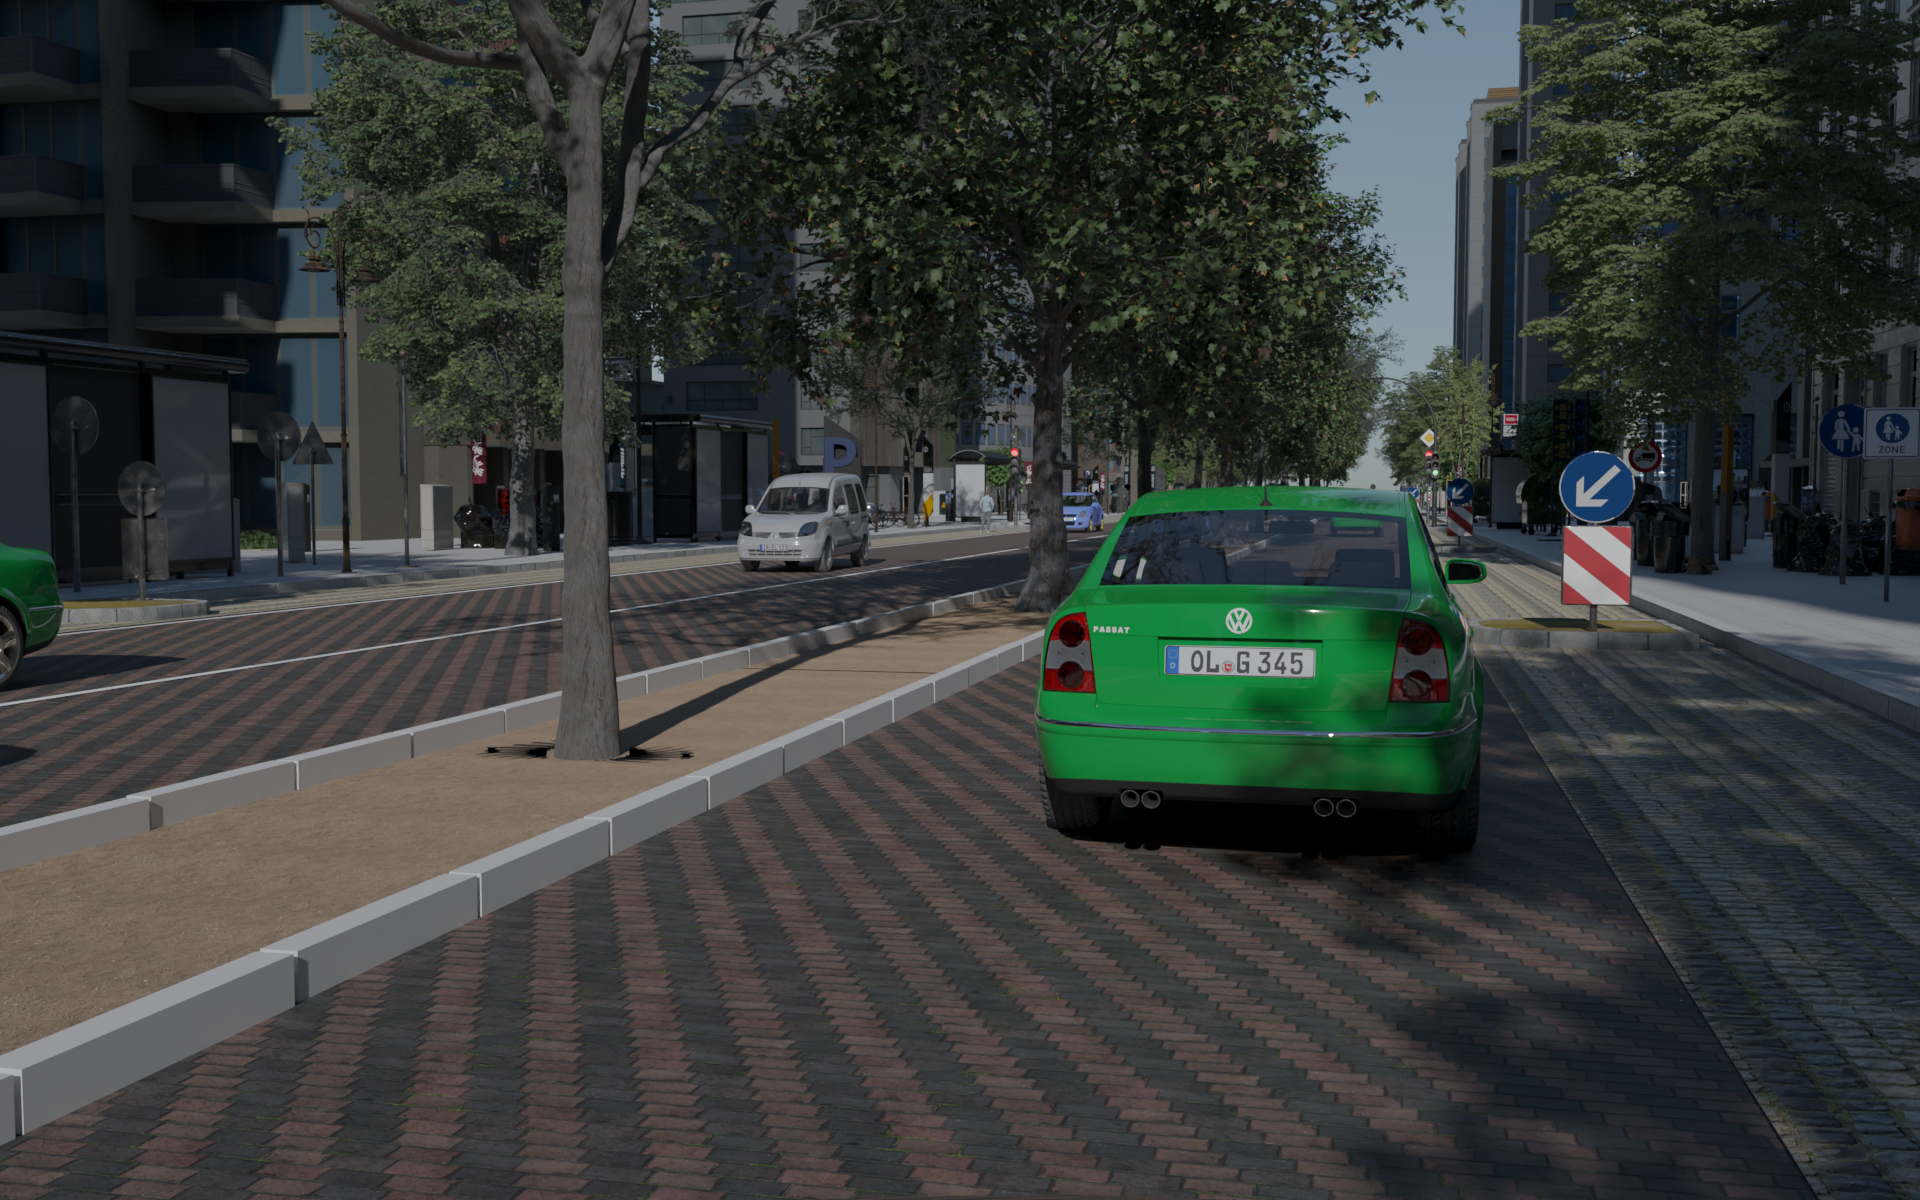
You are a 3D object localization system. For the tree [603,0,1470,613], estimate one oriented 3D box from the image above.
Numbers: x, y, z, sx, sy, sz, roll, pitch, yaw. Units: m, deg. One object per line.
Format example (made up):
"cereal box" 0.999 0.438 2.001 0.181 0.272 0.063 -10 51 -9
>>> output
"tree" 1.055 -6.192 20.699 9.611 12.733 9.660 0 3 0

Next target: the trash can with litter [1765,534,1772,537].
"trash can with litter" 24.244 -2.522 52.296 2.233 1.210 1.678 1 4 18

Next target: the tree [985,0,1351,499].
"tree" 3.214 -6.247 30.345 9.928 11.665 9.643 0 3 0

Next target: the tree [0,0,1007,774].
"tree" -2.021 -5.893 9.175 12.009 13.543 11.850 0 3 0

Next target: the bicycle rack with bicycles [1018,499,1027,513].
"bicycle rack with bicycles" 5.088 -6.309 116.531 2.925 0.926 2.852 2 4 25

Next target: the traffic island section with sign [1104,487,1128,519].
"traffic island section with sign" 9.411 -5.622 100.553 1.989 1.847 2.006 1 4 13

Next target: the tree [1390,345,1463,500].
"tree" 37.150 -13.087 132.103 7.486 12.596 7.792 0 3 0

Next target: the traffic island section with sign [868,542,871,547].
"traffic island section with sign" -3.493 -2.336 46.826 1.989 1.847 2.006 1 4 13

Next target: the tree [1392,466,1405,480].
"tree" 55.015 -15.939 210.968 4.737 8.622 4.395 0 3 0

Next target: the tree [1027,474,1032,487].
"tree" 4.413 -5.698 87.763 1.663 3.219 1.824 0 3 0

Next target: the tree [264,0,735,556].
"tree" -9.226 -7.919 36.123 9.857 13.997 8.962 0 3 0

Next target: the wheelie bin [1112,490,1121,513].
"wheelie bin" 10.797 -6.818 119.379 0.693 1.594 0.980 0 4 -5

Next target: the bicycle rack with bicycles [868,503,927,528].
"bicycle rack with bicycles" -2.604 -3.246 66.454 2.925 0.926 2.852 -1 4 -20

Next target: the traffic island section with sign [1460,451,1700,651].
"traffic island section with sign" 5.972 -0.501 16.826 1.989 1.847 2.006 1 4 13

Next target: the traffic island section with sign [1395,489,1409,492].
"traffic island section with sign" 25.123 -5.377 96.536 1.989 1.847 2.006 1 4 13

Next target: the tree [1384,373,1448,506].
"tree" 48.690 -16.831 181.839 9.857 13.997 8.962 0 3 0

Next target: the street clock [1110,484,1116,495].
"street clock" 11.422 -7.633 129.362 0.358 2.002 0.471 -2 4 -28

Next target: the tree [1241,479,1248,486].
"tree" 32.175 -17.706 207.626 7.486 12.596 7.792 0 3 0

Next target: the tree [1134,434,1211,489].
"tree" 17.791 -14.099 148.653 7.486 12.596 7.792 0 3 0

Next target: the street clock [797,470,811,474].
"street clock" -4.611 -2.859 51.310 0.471 2.002 0.358 -1 4 -8

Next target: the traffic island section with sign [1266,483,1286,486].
"traffic island section with sign" 14.074 -4.143 75.879 2.006 1.907 1.989 1 4 13

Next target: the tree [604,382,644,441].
"tree" -19.951 -9.015 97.754 4.737 8.622 4.395 0 3 0

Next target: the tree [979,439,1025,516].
"tree" 2.476 -7.334 103.616 4.285 4.588 4.351 0 3 0

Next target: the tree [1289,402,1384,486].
"tree" 27.053 -13.534 130.401 9.857 13.997 8.962 0 3 0

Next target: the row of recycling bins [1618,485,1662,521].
"row of recycling bins" 31.451 -4.533 81.234 1.069 1.692 3.534 -2 4 -25

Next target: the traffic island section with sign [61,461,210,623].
"traffic island section with sign" -9.919 -0.703 20.115 1.989 1.847 2.006 1 4 13

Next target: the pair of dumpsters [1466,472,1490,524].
"pair of dumpsters" 23.199 -4.549 76.877 1.574 2.255 4.437 1 4 14

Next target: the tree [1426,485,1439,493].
"tree" 45.441 -10.578 167.555 1.663 3.219 1.824 0 3 0

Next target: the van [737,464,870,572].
"van" -2.948 -1.599 33.148 2.013 2.044 4.112 1 4 11

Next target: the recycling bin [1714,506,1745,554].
"recycling bin" 16.594 -1.532 37.602 0.722 1.027 0.722 1 4 18

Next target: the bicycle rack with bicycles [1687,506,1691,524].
"bicycle rack with bicycles" 31.611 -3.803 75.561 2.925 0.926 2.852 3 5 40

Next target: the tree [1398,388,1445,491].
"tree" 41.264 -13.350 152.685 7.601 10.594 8.767 0 4 -2

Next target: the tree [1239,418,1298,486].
"tree" 9.071 -6.227 54.632 4.360 8.622 3.978 0 3 0

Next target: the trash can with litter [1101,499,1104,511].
"trash can with litter" 10.744 -7.377 131.996 1.055 1.170 0.624 -2 4 -25

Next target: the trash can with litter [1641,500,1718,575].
"trash can with litter" 11.714 -1.014 27.966 0.624 1.170 1.055 -3 5 -39

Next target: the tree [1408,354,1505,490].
"tree" 26.674 -8.644 91.687 4.737 8.622 4.395 0 3 0

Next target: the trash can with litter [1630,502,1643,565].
"trash can with litter" 12.363 -1.206 31.109 0.624 1.170 1.055 1 4 22

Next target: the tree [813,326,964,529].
"tree" -1.985 -7.900 63.584 8.767 10.594 7.601 2 4 24

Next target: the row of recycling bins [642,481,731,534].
"row of recycling bins" -8.231 -2.857 53.820 3.534 1.692 1.069 -2 4 -24

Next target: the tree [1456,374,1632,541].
"tree" 16.652 -3.896 47.415 4.285 4.588 4.351 0 3 0

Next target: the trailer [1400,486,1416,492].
"trailer" 30.677 -6.836 118.814 1.471 1.999 3.904 1 4 13

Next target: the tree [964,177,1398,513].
"tree" 5.286 -6.254 39.120 8.767 10.594 7.601 1 4 13

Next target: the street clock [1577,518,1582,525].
"street clock" 20.574 -3.230 57.373 0.358 2.002 0.471 -2 4 -30

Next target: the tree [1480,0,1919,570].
"tree" 12.610 -6.759 28.644 7.486 12.596 7.792 0 3 0

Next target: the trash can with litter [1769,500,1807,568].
"trash can with litter" 14.534 -1.130 29.863 0.624 1.170 1.055 -3 4 -36

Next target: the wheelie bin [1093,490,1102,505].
"wheelie bin" 9.449 -6.831 119.598 0.693 1.594 0.980 1 4 15

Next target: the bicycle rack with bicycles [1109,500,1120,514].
"bicycle rack with bicycles" 9.574 -6.131 113.624 2.852 0.926 2.925 1 4 19

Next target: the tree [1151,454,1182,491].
"tree" 16.435 -9.661 141.665 4.285 4.588 4.351 0 3 0

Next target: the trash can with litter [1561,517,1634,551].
"trash can with litter" 14.838 -1.711 39.034 1.678 1.210 2.233 -2 4 -30

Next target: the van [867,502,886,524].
"van" -5.292 -4.216 75.950 4.112 2.044 2.013 1 4 14

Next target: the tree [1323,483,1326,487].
"tree" 30.844 -11.837 146.347 4.737 8.622 4.395 0 3 0

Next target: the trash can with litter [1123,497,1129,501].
"trash can with litter" 11.518 -6.731 121.446 0.624 1.170 1.055 0 4 6

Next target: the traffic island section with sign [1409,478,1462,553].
"traffic island section with sign" 12.275 -2.105 43.041 1.989 1.847 2.006 1 4 13

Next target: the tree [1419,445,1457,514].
"tree" 28.607 -7.067 99.254 4.285 4.588 4.351 0 3 0
